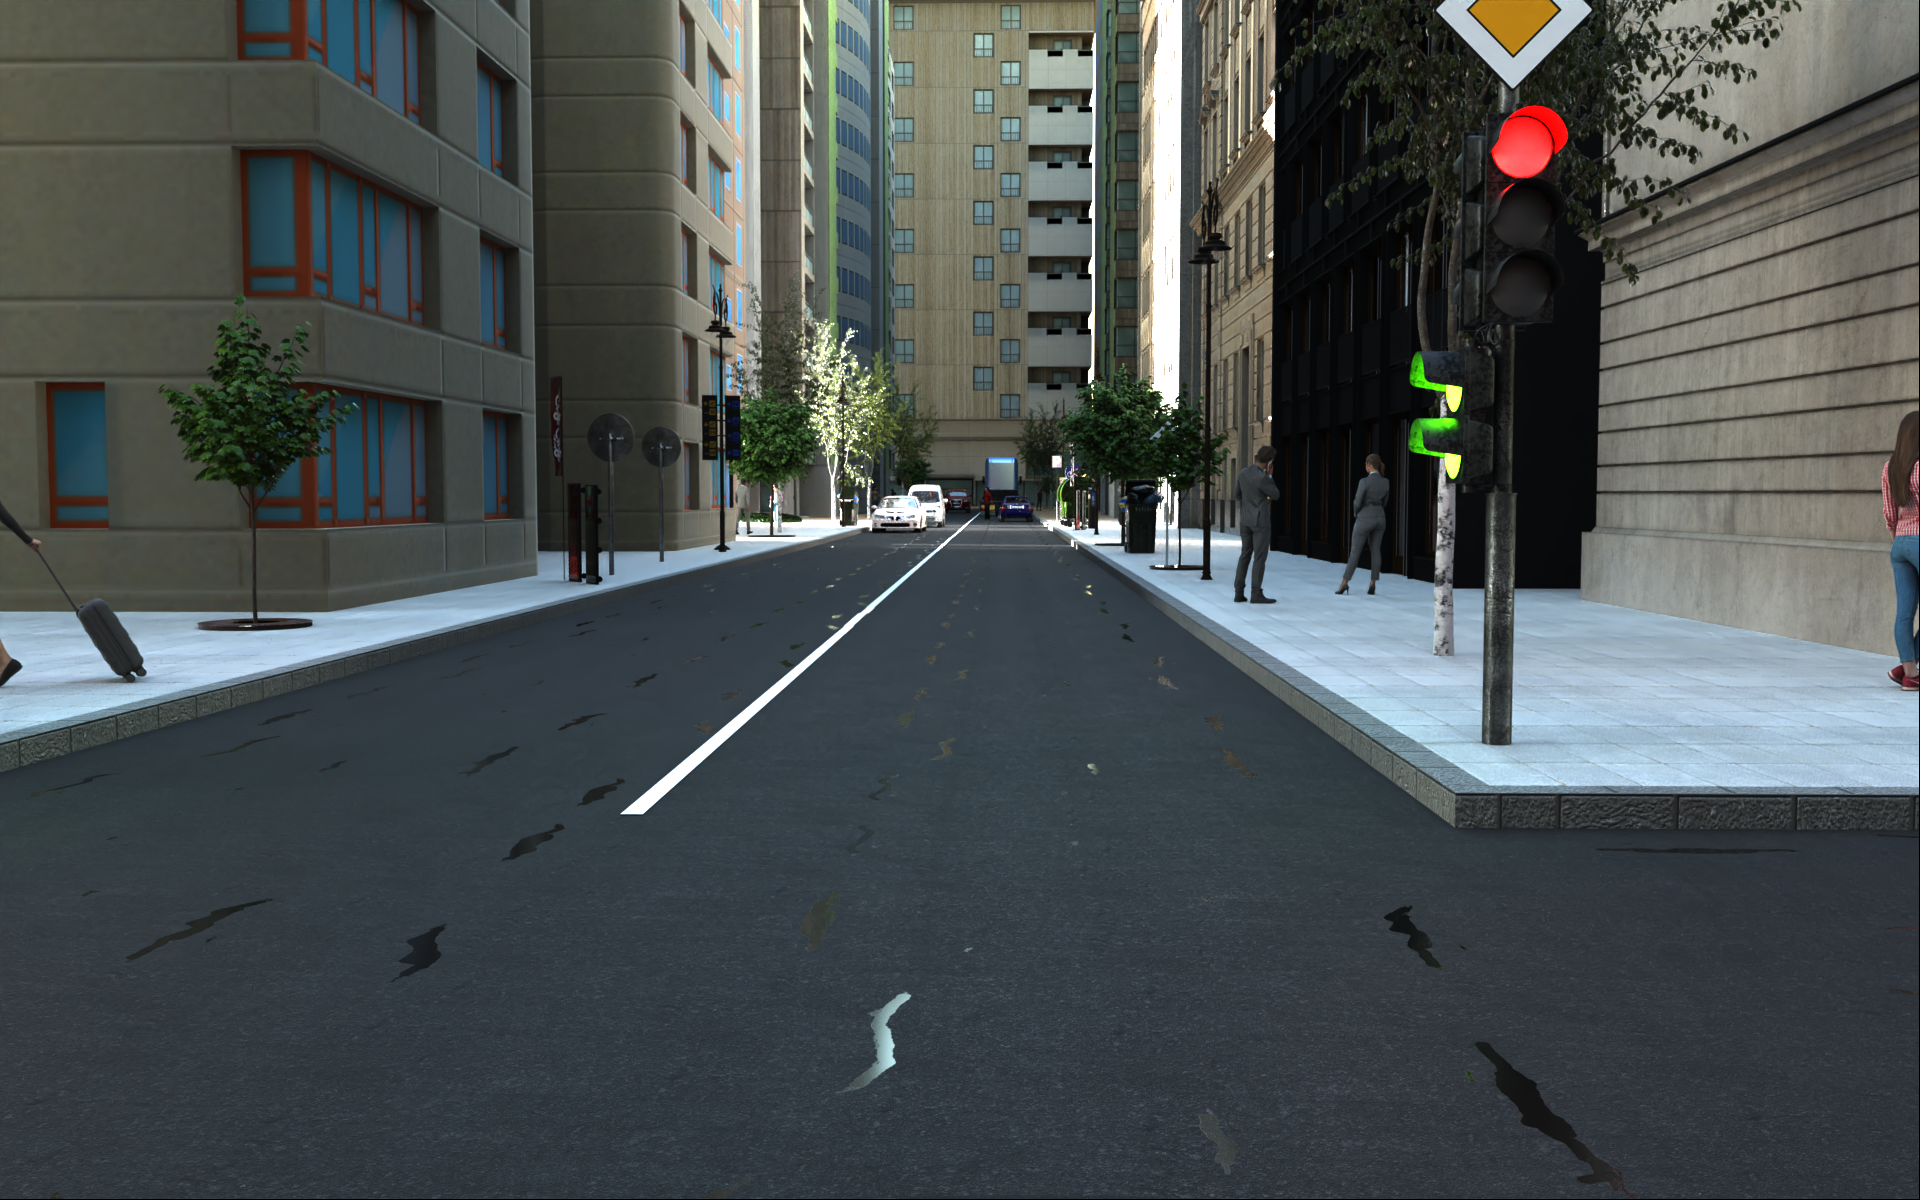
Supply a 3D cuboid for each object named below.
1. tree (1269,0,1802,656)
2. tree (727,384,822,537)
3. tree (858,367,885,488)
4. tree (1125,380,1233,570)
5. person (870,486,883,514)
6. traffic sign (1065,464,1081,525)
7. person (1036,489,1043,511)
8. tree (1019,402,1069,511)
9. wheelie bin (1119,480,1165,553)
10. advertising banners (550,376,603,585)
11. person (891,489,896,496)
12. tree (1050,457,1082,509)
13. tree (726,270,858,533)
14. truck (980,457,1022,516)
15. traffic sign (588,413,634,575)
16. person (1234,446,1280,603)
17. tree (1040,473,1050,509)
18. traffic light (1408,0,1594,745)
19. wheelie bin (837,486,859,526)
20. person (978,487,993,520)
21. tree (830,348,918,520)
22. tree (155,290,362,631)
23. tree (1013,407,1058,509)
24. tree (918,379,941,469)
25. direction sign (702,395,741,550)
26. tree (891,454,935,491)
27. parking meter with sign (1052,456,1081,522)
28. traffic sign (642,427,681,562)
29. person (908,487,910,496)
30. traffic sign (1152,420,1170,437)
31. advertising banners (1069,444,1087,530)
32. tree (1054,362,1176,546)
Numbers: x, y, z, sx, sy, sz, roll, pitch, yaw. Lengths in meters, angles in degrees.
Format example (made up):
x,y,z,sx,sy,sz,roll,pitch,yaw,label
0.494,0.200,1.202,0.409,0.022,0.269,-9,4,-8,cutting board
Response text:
x,y,z,sx,sy,sz,roll,pitch,yaw,label
4.092,-3.864,13.532,4.360,8.622,3.978,0,3,0,tree
-5.711,-4.180,52.053,4.285,4.588,4.351,0,3,0,tree
-5.234,-7.450,72.167,4.360,8.622,3.978,0,3,0,tree
3.874,-2.133,29.468,1.663,3.219,1.824,0,3,0,tree
-4.666,-5.471,96.220,0.721,1.735,1.217,3,4,36,person
4.721,-4.364,71.465,0.768,2.556,0.104,0,4,7,traffic sign
6.025,-7.568,131.247,0.415,1.643,0.593,3,4,37,person
6.820,-11.255,134.384,4.360,8.622,3.978,0,3,0,tree
3.966,-1.821,37.678,0.980,1.594,0.693,0,4,-3,wheelie bin
-5.623,-1.778,25.263,0.090,3.025,2.074,-2,4,-31,advertising banners
-4.544,-6.760,118.042,0.415,1.643,0.593,1,4,16,person
5.749,-5.585,85.916,1.663,3.219,1.824,0,3,0,tree
-5.977,-6.566,57.723,4.360,8.622,3.978,0,3,0,tree
2.841,-8.051,121.398,2.967,4.110,18.799,0,4,2,truck
-5.517,-1.667,27.355,0.768,2.556,0.104,1,4,9,traffic sign
3.518,-0.893,20.454,0.447,1.846,0.655,-2,4,-32,person
7.915,-9.711,153.381,1.663,3.219,1.824,0,3,0,tree
2.742,-1.216,8.796,0.839,4.253,0.868,0,4,1,traffic light
-4.502,-3.797,69.996,0.980,1.594,0.693,1,4,18,wheelie bin
1.468,-5.328,95.545,0.705,1.831,1.348,-2,4,-33,person
-4.635,-8.380,87.367,4.737,8.622,4.395,0,3,0,tree
-6.931,-1.350,16.672,1.663,3.219,1.824,0,3,0,tree
6.472,-11.937,145.537,4.737,8.622,4.395,0,3,0,tree
-3.376,-9.711,109.137,4.737,8.622,4.395,0,3,0,tree
-5.479,-2.925,39.815,0.876,3.537,0.379,-1,4,-18,direction sign
-3.605,-9.151,133.340,4.285,4.588,4.351,0,3,0,tree
4.936,-5.072,79.195,0.543,3.016,1.738,3,4,39,parking meter with sign
-5.651,-1.997,32.752,0.768,2.556,0.104,0,4,7,traffic sign
-3.379,-6.557,113.773,0.721,1.766,1.217,0,4,-5,person
3.716,-1.904,30.863,0.795,2.593,0.064,0,4,2,traffic sign
4.179,-3.987,61.369,0.090,3.025,2.074,1,4,21,advertising banners
4.066,-3.647,43.337,4.285,4.588,4.351,0,3,0,tree
